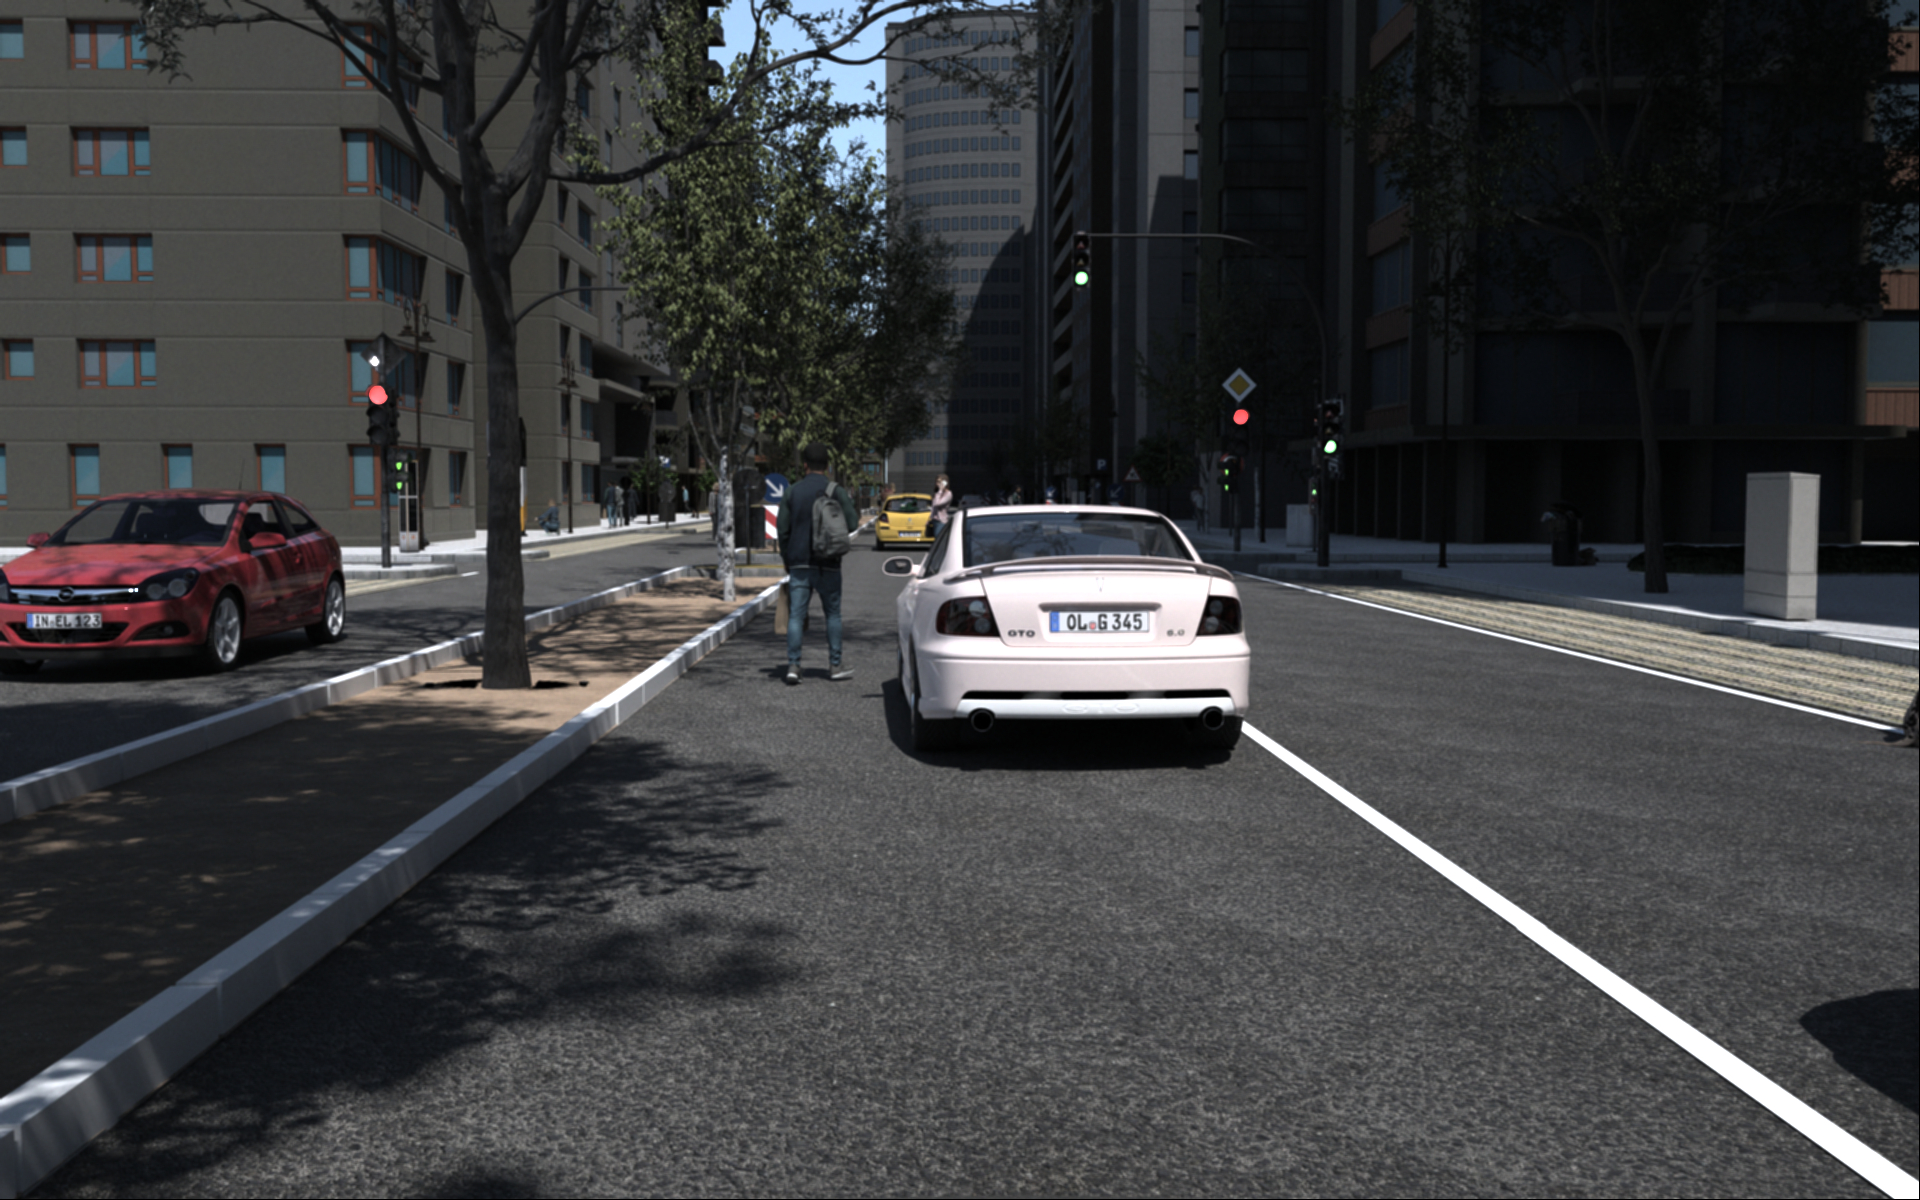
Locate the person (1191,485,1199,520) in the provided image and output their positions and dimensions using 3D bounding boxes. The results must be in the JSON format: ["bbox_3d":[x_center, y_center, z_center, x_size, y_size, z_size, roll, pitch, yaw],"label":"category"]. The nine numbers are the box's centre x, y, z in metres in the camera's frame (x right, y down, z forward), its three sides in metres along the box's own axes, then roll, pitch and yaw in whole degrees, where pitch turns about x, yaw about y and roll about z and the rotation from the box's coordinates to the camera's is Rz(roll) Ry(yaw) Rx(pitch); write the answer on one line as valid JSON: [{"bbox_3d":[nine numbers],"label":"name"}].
[{"bbox_3d":[11.596,-4.800,85.191,0.731,1.740,0.598,2,4,34],"label":"person"}]

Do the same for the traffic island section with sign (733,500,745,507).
[{"bbox_3d":[-11.406,-4.961,89.737,1.989,1.847,2.006,0,4,-2],"label":"traffic island section with sign"}]

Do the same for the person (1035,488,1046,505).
[{"bbox_3d":[7.458,-9.288,157.894,1.348,1.826,0.705,-2,4,-24],"label":"person"}]

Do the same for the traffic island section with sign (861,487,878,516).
[{"bbox_3d":[-6.184,-6.418,113.076,2.006,1.907,1.989,0,4,-2],"label":"traffic island section with sign"}]

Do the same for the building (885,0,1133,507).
[{"bbox_3d":[5.112,-40.866,210.160,28.212,58.520,21.231,0,4,-2],"label":"building"}]

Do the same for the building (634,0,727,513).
[{"bbox_3d":[-28.916,-28.877,126.766,22.147,44.769,28.867,0,4,-2],"label":"building"}]

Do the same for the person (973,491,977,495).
[{"bbox_3d":[1.443,-9.445,163.444,1.217,1.766,0.721,1,4,18],"label":"person"}]

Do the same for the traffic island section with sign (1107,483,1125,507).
[{"bbox_3d":[5.493,-3.342,63.271,1.989,1.847,2.006,0,4,-2],"label":"traffic island section with sign"}]

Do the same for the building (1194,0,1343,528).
[{"bbox_3d":[16.529,-18.285,70.655,14.160,30.474,14.107,0,4,-2],"label":"building"}]

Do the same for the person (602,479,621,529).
[{"bbox_3d":[-12.948,-3.554,64.129,0.794,1.824,0.713,-1,4,-17],"label":"person"}]

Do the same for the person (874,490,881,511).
[{"bbox_3d":[-6.704,-8.177,142.989,0.721,1.735,1.217,2,4,31],"label":"person"}]

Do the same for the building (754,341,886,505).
[{"bbox_3d":[-23.822,-22.548,213.706,28.899,21.520,27.650,0,4,-2],"label":"building"}]

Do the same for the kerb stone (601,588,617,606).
[{"bbox_3d":[-4.614,-0.014,22.420,0.120,0.150,1.000,0,4,-2],"label":"kerb stone"}]

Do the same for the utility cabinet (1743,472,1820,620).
[{"bbox_3d":[8.524,-0.568,17.969,0.318,1.500,1.173,0,4,5],"label":"utility cabinet"}]

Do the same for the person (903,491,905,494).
[{"bbox_3d":[-5.775,-10.197,175.944,0.721,1.735,1.217,3,4,37],"label":"person"}]

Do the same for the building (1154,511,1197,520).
[{"bbox_3d":[19.366,-34.067,98.998,21.231,58.520,28.212,0,4,-2],"label":"building"}]

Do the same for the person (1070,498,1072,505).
[{"bbox_3d":[6.701,-5.921,103.034,0.466,1.800,0.511,-3,4,-37],"label":"person"}]

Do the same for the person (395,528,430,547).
[{"bbox_3d":[-13.110,-2.150,41.476,0.678,1.792,0.850,3,4,38],"label":"person"}]

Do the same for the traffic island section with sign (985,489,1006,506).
[{"bbox_3d":[3.257,-8.054,140.314,1.989,1.847,2.006,0,4,-2],"label":"traffic island section with sign"}]

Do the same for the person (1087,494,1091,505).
[{"bbox_3d":[8.930,-6.624,117.527,0.628,1.438,0.799,1,4,11],"label":"person"}]

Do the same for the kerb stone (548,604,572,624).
[{"bbox_3d":[-4.523,0.174,19.343,0.120,0.150,1.000,0,4,-2],"label":"kerb stone"}]

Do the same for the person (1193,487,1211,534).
[{"bbox_3d":[7.858,-2.920,56.373,0.523,1.515,0.503,3,4,38],"label":"person"}]

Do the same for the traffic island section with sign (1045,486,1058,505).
[{"bbox_3d":[4.672,-5.063,91.401,1.989,1.847,2.006,0,4,-2],"label":"traffic island section with sign"}]

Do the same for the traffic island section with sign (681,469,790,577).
[{"bbox_3d":[-3.798,-1.372,30.565,2.006,1.907,1.989,0,4,-2],"label":"traffic island section with sign"}]

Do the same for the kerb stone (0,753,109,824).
[{"bbox_3d":[-4.205,0.864,8.077,0.120,0.150,1.000,0,4,-2],"label":"kerb stone"}]

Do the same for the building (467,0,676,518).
[{"bbox_3d":[-31.151,-30.980,95.758,28.713,52.752,27.495,0,4,-2],"label":"building"}]

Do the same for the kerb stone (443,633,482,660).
[{"bbox_3d":[-4.414,0.425,15.249,0.120,0.150,1.000,0,4,-2],"label":"kerb stone"}]

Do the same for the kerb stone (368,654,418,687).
[{"bbox_3d":[-4.355,0.550,13.200,0.120,0.150,1.000,0,4,-2],"label":"kerb stone"}]

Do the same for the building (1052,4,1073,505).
[{"bbox_3d":[19.371,-32.025,147.303,21.300,48.544,21.600,0,4,-2],"label":"building"}]

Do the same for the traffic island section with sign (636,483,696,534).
[{"bbox_3d":[-10.622,-3.313,62.793,1.989,1.847,2.006,0,4,-2],"label":"traffic island section with sign"}]

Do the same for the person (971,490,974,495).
[{"bbox_3d":[1.260,-10.011,172.191,1.348,1.823,0.705,3,4,39],"label":"person"}]

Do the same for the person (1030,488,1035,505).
[{"bbox_3d":[5.757,-8.140,139.649,0.721,1.766,1.217,0,4,0],"label":"person"}]

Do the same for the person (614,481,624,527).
[{"bbox_3d":[-13.486,-3.779,68.015,0.466,1.800,0.511,3,4,37],"label":"person"}]

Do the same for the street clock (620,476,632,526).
[{"bbox_3d":[-13.543,-4.021,70.319,0.471,2.002,0.358,0,4,-2],"label":"street clock"}]

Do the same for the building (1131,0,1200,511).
[{"bbox_3d":[18.068,-38.542,172.155,21.231,58.520,28.212,0,4,-2],"label":"building"}]

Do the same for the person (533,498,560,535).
[{"bbox_3d":[-12.809,-2.579,53.706,0.738,1.151,1.012,2,4,23],"label":"person"}]

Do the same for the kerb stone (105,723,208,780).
[{"bbox_3d":[-4.229,0.801,9.099,0.120,0.150,1.000,0,4,-2],"label":"kerb stone"}]

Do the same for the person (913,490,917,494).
[{"bbox_3d":[-3.341,-7.666,134.664,0.721,1.723,1.217,-1,4,-13],"label":"person"}]

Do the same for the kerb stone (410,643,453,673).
[{"bbox_3d":[-4.380,0.490,14.228,0.120,0.150,1.000,0,4,-2],"label":"kerb stone"}]

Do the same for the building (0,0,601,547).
[{"bbox_3d":[-28.069,-12.855,55.222,27.650,21.520,28.899,0,4,-2],"label":"building"}]

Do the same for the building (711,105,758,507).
[{"bbox_3d":[-32.323,-29.201,169.320,23.993,40.220,32.217,0,4,-2],"label":"building"}]

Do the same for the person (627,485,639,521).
[{"bbox_3d":[-15.596,-4.642,82.364,0.576,1.772,0.534,-1,4,-23],"label":"person"}]

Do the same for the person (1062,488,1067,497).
[{"bbox_3d":[7.467,-7.017,121.479,0.721,1.736,1.217,2,4,34],"label":"person"}]

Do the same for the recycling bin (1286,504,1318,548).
[{"bbox_3d":[8.402,-1.801,41.996,0.722,1.027,0.722,3,5,42],"label":"recycling bin"}]

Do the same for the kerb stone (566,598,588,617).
[{"bbox_3d":[-4.563,0.112,20.365,0.120,0.150,1.000,0,4,-2],"label":"kerb stone"}]

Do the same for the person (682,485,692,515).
[{"bbox_3d":[-16.543,-6.043,104.862,0.620,1.820,0.660,-1,4,-21],"label":"person"}]

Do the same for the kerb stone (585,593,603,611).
[{"bbox_3d":[-4.586,0.049,21.393,0.120,0.150,1.000,0,4,-2],"label":"kerb stone"}]

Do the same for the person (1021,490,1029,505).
[{"bbox_3d":[6.517,-10.055,171.260,1.217,1.723,0.721,2,4,31],"label":"person"}]

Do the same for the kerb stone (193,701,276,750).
[{"bbox_3d":[-4.259,0.738,10.126,0.120,0.150,1.000,0,4,-2],"label":"kerb stone"}]

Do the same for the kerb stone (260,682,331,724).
[{"bbox_3d":[-4.298,0.675,11.155,0.120,0.150,1.000,0,4,-2],"label":"kerb stone"}]

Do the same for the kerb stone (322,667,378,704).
[{"bbox_3d":[-4.326,0.617,12.176,0.120,0.150,1.000,0,4,-2],"label":"kerb stone"}]

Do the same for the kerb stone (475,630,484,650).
[{"bbox_3d":[-4.439,0.362,16.271,0.120,0.150,1.000,0,4,-2],"label":"kerb stone"}]

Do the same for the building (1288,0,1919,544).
[{"bbox_3d":[25.369,-24.358,52.877,28.867,44.769,22.147,0,4,-2],"label":"building"}]

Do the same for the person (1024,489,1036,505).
[{"bbox_3d":[6.147,-8.844,151.364,1.217,1.735,0.721,2,4,30],"label":"person"}]

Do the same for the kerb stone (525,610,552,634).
[{"bbox_3d":[-4.506,0.237,18.316,0.120,0.150,1.000,0,4,-2],"label":"kerb stone"}]

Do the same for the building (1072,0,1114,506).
[{"bbox_3d":[15.964,-29.316,129.429,14.600,45.320,14.200,0,4,-2],"label":"building"}]
